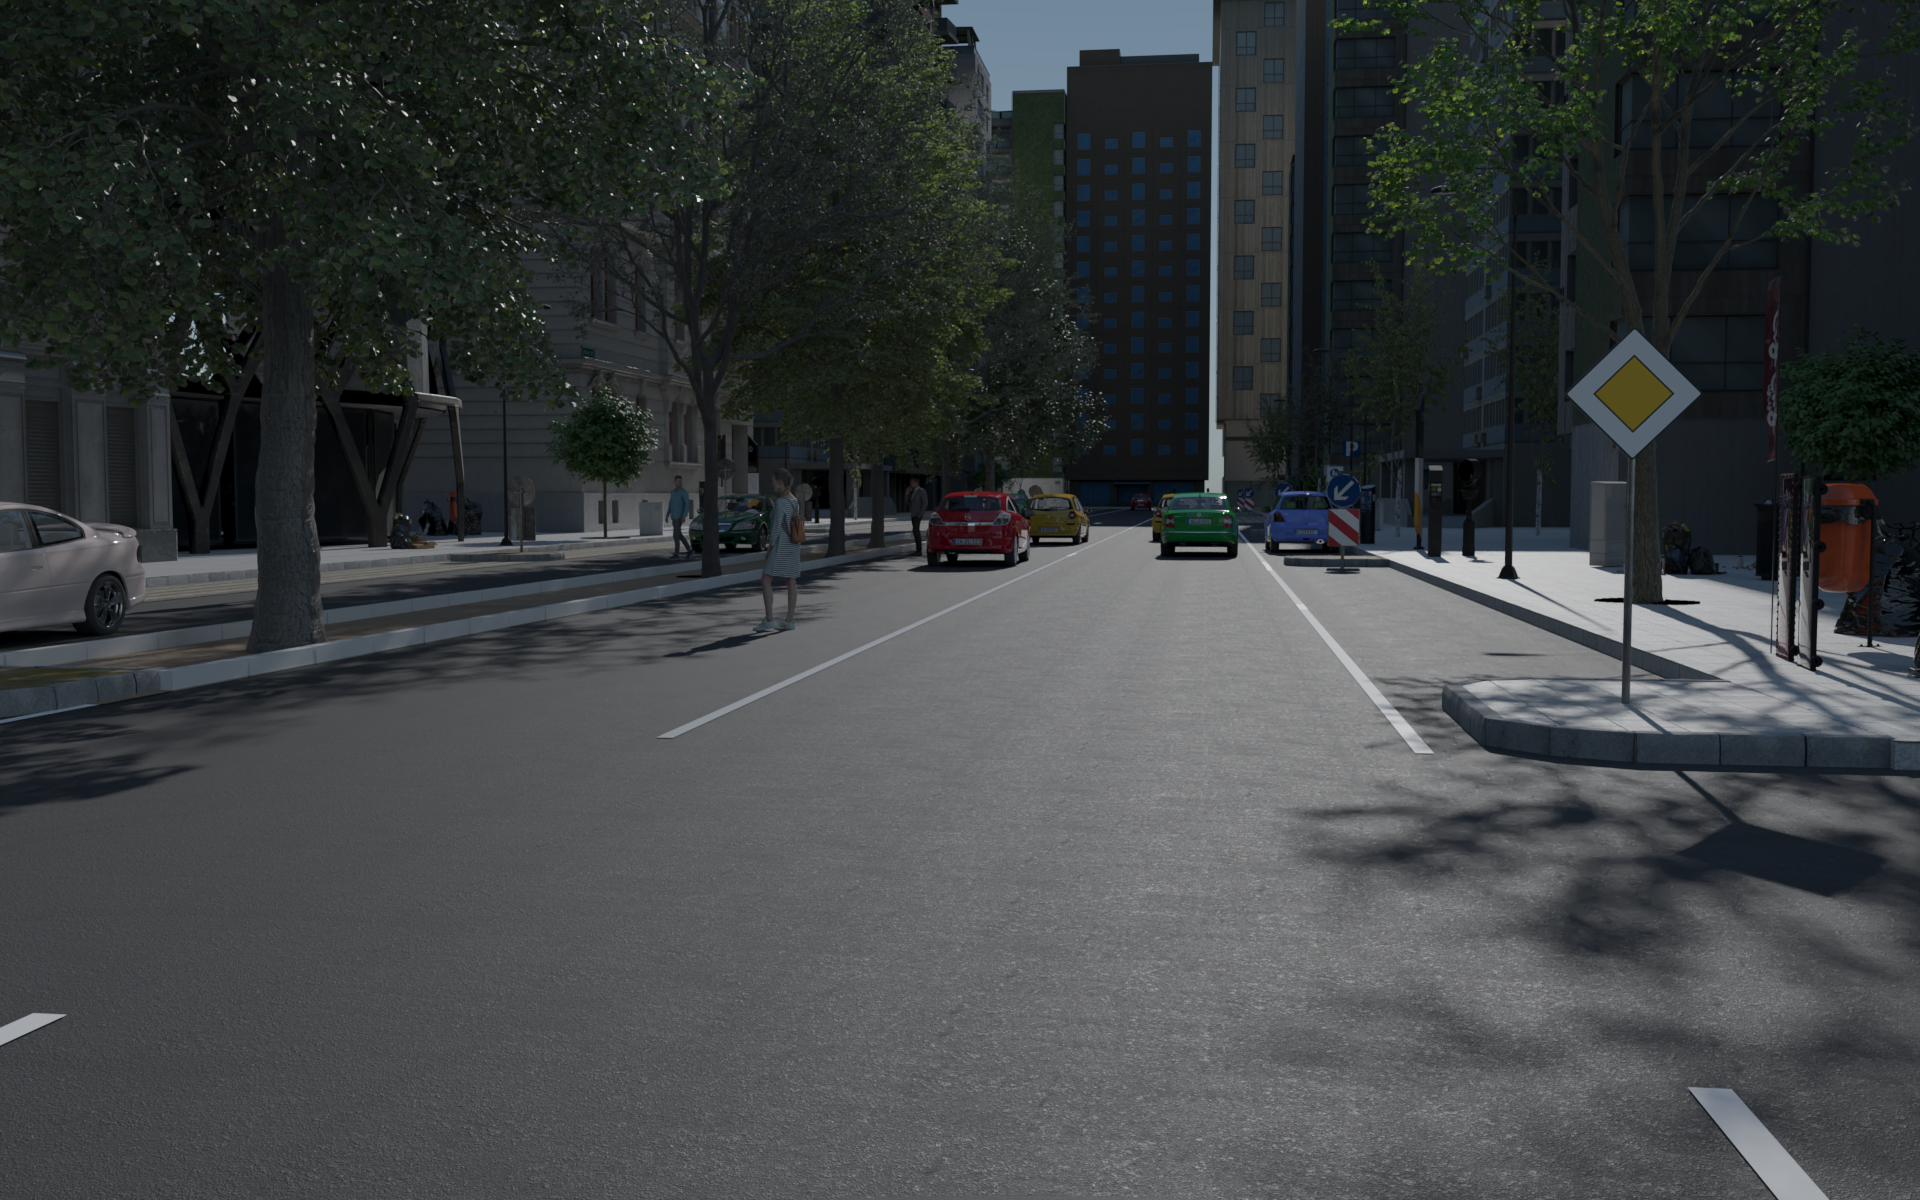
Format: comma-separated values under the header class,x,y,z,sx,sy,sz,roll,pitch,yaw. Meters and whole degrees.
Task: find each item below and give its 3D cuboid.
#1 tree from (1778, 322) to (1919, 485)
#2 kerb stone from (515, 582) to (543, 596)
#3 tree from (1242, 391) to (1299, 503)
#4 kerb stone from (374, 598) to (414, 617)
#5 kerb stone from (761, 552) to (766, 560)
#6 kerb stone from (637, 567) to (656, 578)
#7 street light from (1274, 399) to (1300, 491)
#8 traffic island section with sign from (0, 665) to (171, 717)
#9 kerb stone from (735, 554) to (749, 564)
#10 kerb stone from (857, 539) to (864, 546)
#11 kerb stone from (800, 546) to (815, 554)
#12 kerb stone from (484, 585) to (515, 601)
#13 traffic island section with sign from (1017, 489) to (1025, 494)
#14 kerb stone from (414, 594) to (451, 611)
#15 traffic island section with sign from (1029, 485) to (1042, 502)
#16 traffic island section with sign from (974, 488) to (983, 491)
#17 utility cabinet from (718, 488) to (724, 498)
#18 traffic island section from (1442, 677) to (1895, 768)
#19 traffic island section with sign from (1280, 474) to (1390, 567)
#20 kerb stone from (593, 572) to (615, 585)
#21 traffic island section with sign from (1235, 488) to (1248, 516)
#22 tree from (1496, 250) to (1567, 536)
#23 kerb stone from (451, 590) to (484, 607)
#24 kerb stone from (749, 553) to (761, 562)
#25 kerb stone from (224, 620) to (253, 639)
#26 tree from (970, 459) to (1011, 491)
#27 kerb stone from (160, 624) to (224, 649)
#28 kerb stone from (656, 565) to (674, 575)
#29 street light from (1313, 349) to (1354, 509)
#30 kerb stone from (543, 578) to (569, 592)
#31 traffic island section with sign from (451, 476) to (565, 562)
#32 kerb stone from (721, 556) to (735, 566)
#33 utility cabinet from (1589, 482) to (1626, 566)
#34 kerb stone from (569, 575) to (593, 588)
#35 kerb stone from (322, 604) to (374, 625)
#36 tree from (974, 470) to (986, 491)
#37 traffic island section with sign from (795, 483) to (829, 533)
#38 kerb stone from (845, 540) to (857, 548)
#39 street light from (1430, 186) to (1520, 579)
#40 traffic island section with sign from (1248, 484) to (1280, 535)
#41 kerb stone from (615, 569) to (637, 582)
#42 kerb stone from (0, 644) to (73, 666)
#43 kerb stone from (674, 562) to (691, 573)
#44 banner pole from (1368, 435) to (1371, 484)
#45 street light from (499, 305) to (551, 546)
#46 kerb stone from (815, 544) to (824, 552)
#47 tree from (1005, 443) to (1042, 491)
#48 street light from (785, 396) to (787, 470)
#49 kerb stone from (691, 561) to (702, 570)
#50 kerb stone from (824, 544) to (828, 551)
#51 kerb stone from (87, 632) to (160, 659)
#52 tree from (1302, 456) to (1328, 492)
class,x,y,z,sx,sy,sz,roll,pitch,yaw
tree,17.215,-3.026,33.185,4.285,4.588,4.351,0,3,0
kerb stone,-6.192,-0.141,24.530,0.120,0.150,1.000,0,4,8
tree,23.025,-10.776,126.550,4.737,8.622,4.395,0,3,0
kerb stone,-6.766,0.107,20.478,0.120,0.150,1.000,0,4,8
kerb stone,-4.309,-0.949,37.717,0.120,0.150,1.000,0,4,8
kerb stone,-5.465,-0.453,29.609,0.120,0.150,1.000,0,4,8
street light,16.051,-6.861,84.717,1.470,5.913,1.316,0,4,8
traffic island section with sign,-6.912,-0.227,11.844,2.006,1.907,1.989,0,4,8
kerb stone,-4.594,-0.825,35.692,0.120,0.150,1.000,0,4,8
kerb stone,-2.867,-1.570,47.863,0.120,0.150,1.000,0,4,8
kerb stone,-3.732,-1.195,41.777,0.120,0.150,1.000,0,4,8
kerb stone,-6.332,-0.076,23.514,0.120,0.150,1.000,0,4,8
traffic island section with sign,5.002,-8.066,140.510,1.989,1.847,2.006,0,4,8
kerb stone,-6.621,0.043,21.490,0.120,0.150,1.000,0,4,8
traffic island section with sign,3.674,-4.777,86.236,2.006,1.907,1.989,0,4,8
traffic island section with sign,1.216,-6.434,113.821,1.989,1.847,2.006,0,4,8
utility cabinet,-8.373,-3.085,59.114,0.318,1.500,1.173,0,4,8
traffic island section,4.100,0.713,10.623,2.009,0.180,2.903,0,4,8
traffic island section with sign,7.574,-1.612,34.977,1.989,1.847,2.006,0,4,8
kerb stone,-5.756,-0.329,27.574,0.120,0.150,1.000,0,4,8
traffic island section with sign,18.458,-6.284,111.364,1.989,1.847,2.006,0,4,8
tree,18.119,-6.295,53.285,4.737,8.622,4.395,0,3,0
kerb stone,-6.476,-0.017,22.502,0.120,0.150,1.000,0,4,8
kerb stone,-4.456,-0.887,36.705,0.120,0.150,1.000,0,4,8
kerb stone,-7.196,0.291,17.435,0.120,0.150,1.000,0,4,8
tree,2.494,-9.913,145.792,4.285,4.588,4.351,0,3,0
kerb stone,-7.342,0.353,16.423,0.120,0.150,1.000,0,4,8
kerb stone,-5.316,-0.514,30.630,0.120,0.150,1.000,0,4,8
street light,11.994,-5.071,55.459,1.470,5.913,1.316,0,4,8
kerb stone,-6.041,-0.205,25.549,0.120,0.150,1.000,0,4,8
traffic island section with sign,-9.667,-1.762,37.433,1.989,1.847,2.006,0,4,8
kerb stone,-4.743,-0.759,34.680,0.120,0.150,1.000,0,4,8
utility cabinet,11.617,-1.349,30.736,1.173,1.500,0.318,-3,5,-43
kerb stone,-5.904,-0.264,26.563,0.120,0.150,1.000,0,4,8
kerb stone,-6.906,0.167,19.463,0.120,0.150,1.000,0,4,8
tree,1.938,-8.747,137.613,1.663,3.219,1.824,0,3,0
traffic island section with sign,-5.856,-3.394,64.123,1.989,1.847,2.006,0,4,8
kerb stone,-3.011,-1.508,46.849,0.120,0.150,1.000,0,4,8
street light,7.788,-3.282,26.197,1.470,5.913,1.316,0,4,8
traffic island section with sign,11.425,-3.260,61.927,1.989,1.847,2.006,0,4,8
kerb stone,-5.602,-0.391,28.591,0.120,0.150,1.000,0,4,8
kerb stone,-7.630,0.478,14.382,0.120,0.150,1.000,0,4,8
kerb stone,-5.175,-0.572,31.643,0.120,0.150,1.000,0,4,8
banner pole,16.922,-4.991,71.621,0.401,3.779,0.863,1,4,20
street light,-10.709,-4.289,42.664,1.470,5.913,1.316,0,4,8
kerb stone,-3.589,-1.258,42.795,0.120,0.150,1.000,0,4,8
tree,5.665,-12.926,161.704,4.360,8.622,3.978,0,3,0
street light,-6.632,-6.030,71.137,1.470,5.913,1.316,0,4,8
kerb stone,-5.033,-0.636,32.655,0.120,0.150,1.000,0,4,8
kerb stone,-3.446,-1.322,43.807,0.120,0.150,1.000,0,4,8
kerb stone,-7.493,0.416,15.402,0.120,0.150,1.000,0,4,8
tree,18.080,-5.763,88.834,1.663,3.219,1.824,0,3,0
